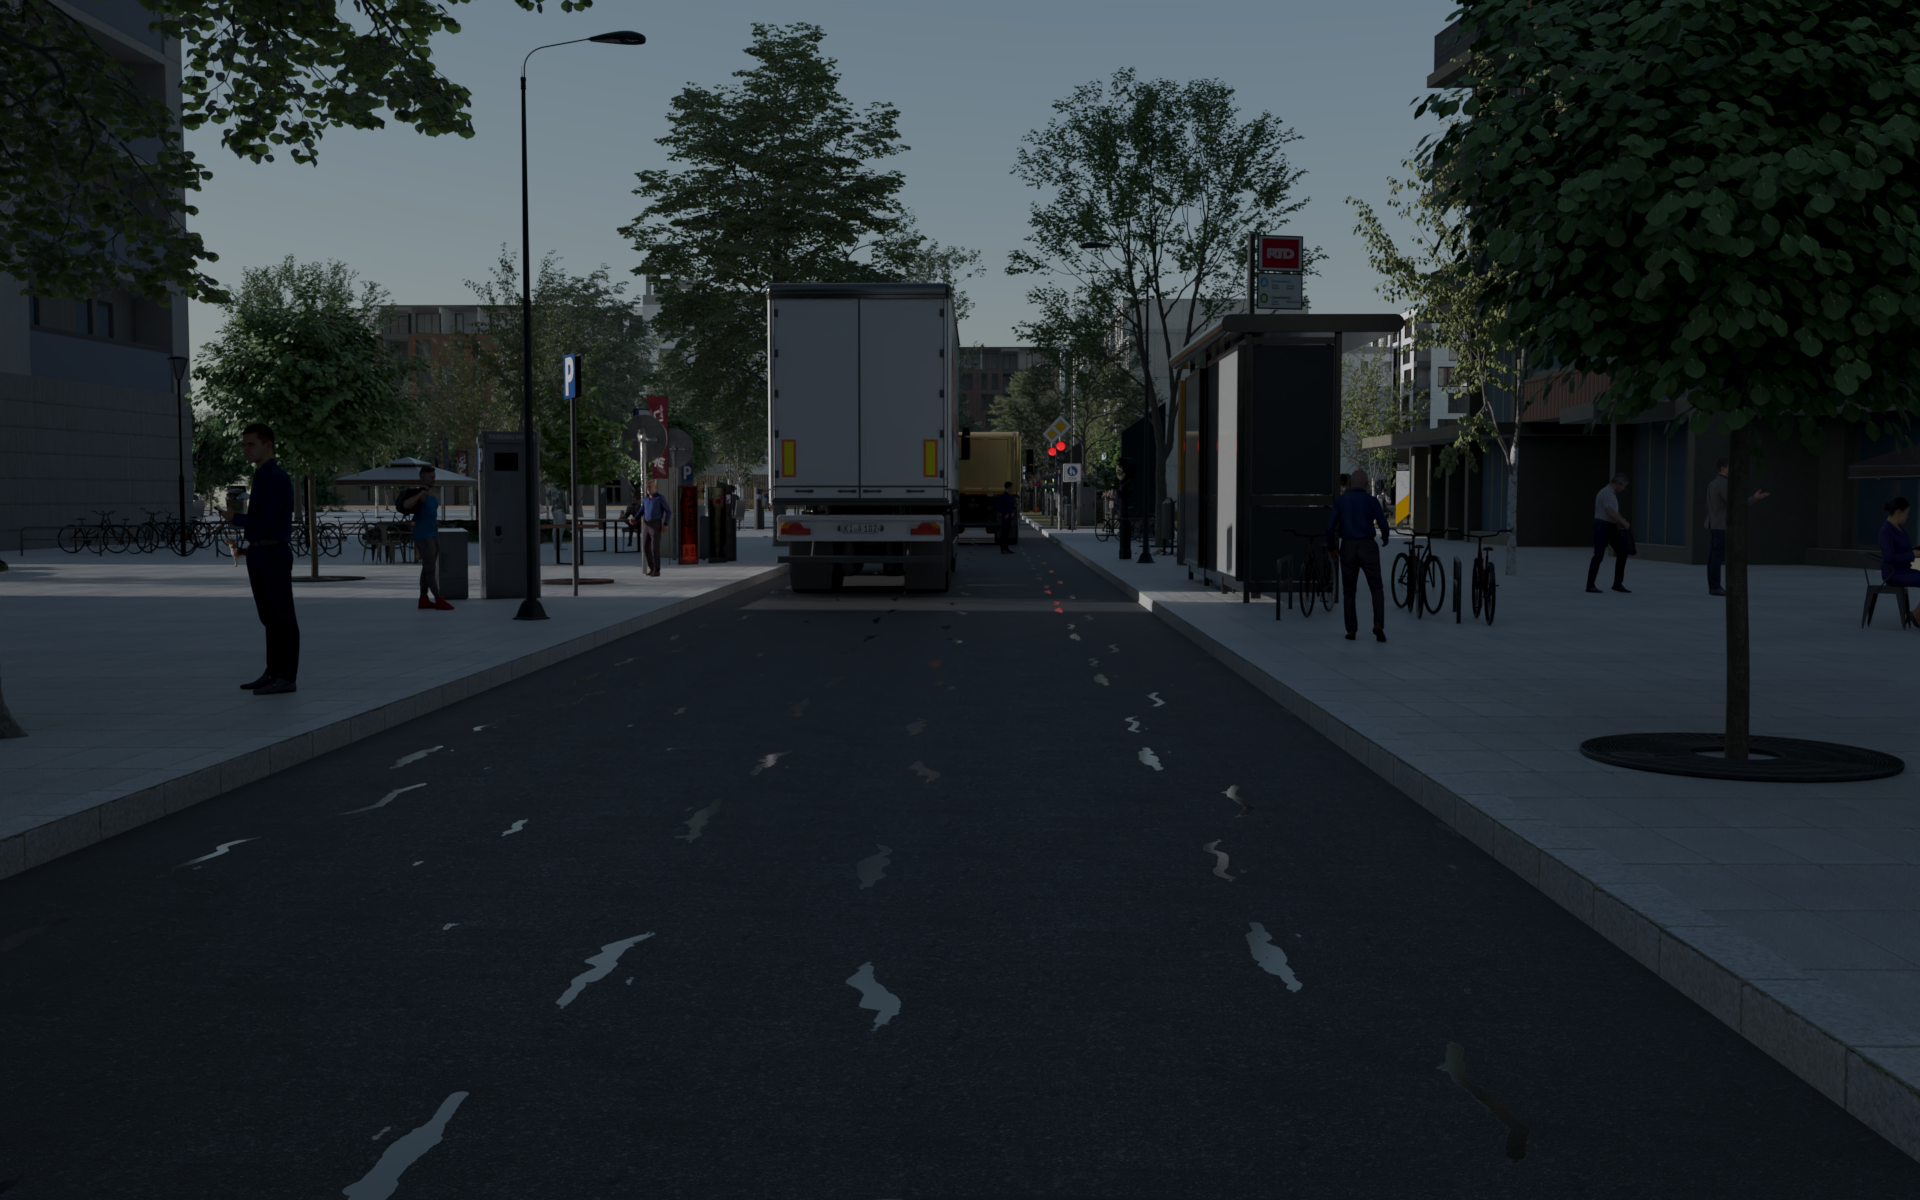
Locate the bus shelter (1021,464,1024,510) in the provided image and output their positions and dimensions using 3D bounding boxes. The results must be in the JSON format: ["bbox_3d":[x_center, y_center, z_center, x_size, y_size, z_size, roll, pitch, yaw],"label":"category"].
[{"bbox_3d":[5.388,-8.902,136.833,1.731,3.624,6.357,0,4,1],"label":"bus shelter"}]

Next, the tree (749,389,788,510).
[{"bbox_3d":[-14.120,-12.641,141.099,8.767,10.594,7.601,0,3,0],"label":"tree"}]

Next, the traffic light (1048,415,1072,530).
[{"bbox_3d":[3.563,-4.456,61.783,0.839,4.253,0.868,0,4,1],"label":"traffic light"}]

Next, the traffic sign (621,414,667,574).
[{"bbox_3d":[-5.069,-1.691,27.759,0.768,2.556,0.104,0,4,7],"label":"traffic sign"}]

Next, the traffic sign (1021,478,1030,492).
[{"bbox_3d":[4.962,-8.119,132.746,0.884,2.594,0.081,0,4,7],"label":"traffic sign"}]

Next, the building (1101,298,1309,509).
[{"bbox_3d":[23.183,-18.271,165.185,16.747,18.905,31.486,0,4,1],"label":"building"}]

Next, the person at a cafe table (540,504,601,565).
[{"bbox_3d":[-7.663,-1.390,31.239,1.622,1.524,1.698,3,5,42],"label":"person at a cafe table"}]

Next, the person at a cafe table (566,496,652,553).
[{"bbox_3d":[-7.499,-1.684,38.401,1.698,1.238,1.726,2,4,32],"label":"person at a cafe table"}]

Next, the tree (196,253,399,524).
[{"bbox_3d":[-28.154,-9.054,73.780,9.928,11.665,9.643,0,3,0],"label":"tree"}]

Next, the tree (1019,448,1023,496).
[{"bbox_3d":[6.329,-14.673,190.271,4.737,8.622,4.395,0,3,0],"label":"tree"}]

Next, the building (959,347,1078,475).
[{"bbox_3d":[11.742,-24.864,250.499,32.646,21.610,27.936,0,4,1],"label":"building"}]

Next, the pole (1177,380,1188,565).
[{"bbox_3d":[4.010,-2.282,31.159,0.158,3.312,0.155,0,3,0],"label":"pole"}]

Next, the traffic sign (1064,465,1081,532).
[{"bbox_3d":[3.813,-3.465,58.785,0.606,2.300,0.079,1,4,9],"label":"traffic sign"}]

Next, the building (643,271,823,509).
[{"bbox_3d":[-18.562,-18.027,151.166,16.016,20.091,11.380,0,4,1],"label":"building"}]

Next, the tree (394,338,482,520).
[{"bbox_3d":[-24.270,-7.942,80.218,4.360,8.622,3.978,0,3,0],"label":"tree"}]

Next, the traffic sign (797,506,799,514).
[{"bbox_3d":[-4.572,-2.990,48.893,0.884,2.594,0.081,0,4,7],"label":"traffic sign"}]

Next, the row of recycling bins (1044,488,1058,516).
[{"bbox_3d":[5.817,-5.846,102.697,1.069,1.692,3.534,-1,4,-11],"label":"row of recycling bins"}]

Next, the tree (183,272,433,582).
[{"bbox_3d":[-9.718,-2.574,25.793,4.285,4.588,4.351,0,3,0],"label":"tree"}]

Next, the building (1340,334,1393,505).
[{"bbox_3d":[43.771,-21.292,204.549,11.380,20.091,16.016,0,4,1],"label":"building"}]

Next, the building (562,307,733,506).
[{"bbox_3d":[-26.058,-21.760,199.745,32.646,21.610,27.936,0,4,1],"label":"building"}]

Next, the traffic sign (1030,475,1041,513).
[{"bbox_3d":[5.142,-7.186,117.596,0.768,2.556,0.104,0,4,3],"label":"traffic sign"}]

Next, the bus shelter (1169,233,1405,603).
[{"bbox_3d":[4.200,-2.863,24.449,2.179,5.291,8.768,0,4,1],"label":"bus shelter"}]

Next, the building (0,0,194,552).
[{"bbox_3d":[-35.335,-30.586,42.082,28.212,58.520,21.231,0,4,1],"label":"building"}]

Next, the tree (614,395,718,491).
[{"bbox_3d":[-9.649,-4.472,56.828,4.285,4.588,4.351,0,3,0],"label":"tree"}]

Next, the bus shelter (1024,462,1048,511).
[{"bbox_3d":[5.841,-8.273,126.548,1.731,3.624,6.357,0,4,1],"label":"bus shelter"}]

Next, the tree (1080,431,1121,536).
[{"bbox_3d":[4.751,-3.579,53.113,1.663,3.219,1.824,0,3,0],"label":"tree"}]

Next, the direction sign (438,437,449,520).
[{"bbox_3d":[-20.723,-4.743,69.551,0.379,3.537,0.876,1,4,9],"label":"direction sign"}]

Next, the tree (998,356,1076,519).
[{"bbox_3d":[4.326,-8.554,90.221,4.360,8.622,3.978,0,3,0],"label":"tree"}]

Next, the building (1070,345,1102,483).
[{"bbox_3d":[22.027,-20.238,197.345,16.747,18.905,31.486,0,4,1],"label":"building"}]

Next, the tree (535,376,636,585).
[{"bbox_3d":[-5.596,-1.842,24.719,1.663,3.219,1.824,0,3,0],"label":"tree"}]

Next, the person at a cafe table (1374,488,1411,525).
[{"bbox_3d":[17.772,-3.872,71.818,1.622,1.524,1.698,-3,5,-44],"label":"person at a cafe table"}]

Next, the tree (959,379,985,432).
[{"bbox_3d":[-2.252,-13.846,143.394,9.611,12.733,9.660,0,3,0],"label":"tree"}]

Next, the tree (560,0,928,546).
[{"bbox_3d":[-4.380,-7.568,41.862,7.486,12.596,7.792,0,3,0],"label":"tree"}]

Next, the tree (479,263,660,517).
[{"bbox_3d":[-21.227,-11.534,95.237,9.857,13.997,8.962,0,3,0],"label":"tree"}]

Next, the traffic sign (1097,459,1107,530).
[{"bbox_3d":[5.290,-3.823,62.613,0.768,2.556,0.104,0,4,3],"label":"traffic sign"}]

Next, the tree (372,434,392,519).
[{"bbox_3d":[-29.445,-8.418,87.997,4.737,8.622,4.395,0,3,0],"label":"tree"}]

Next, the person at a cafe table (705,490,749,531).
[{"bbox_3d":[-8.131,-3.175,60.423,1.622,1.524,1.698,3,5,43],"label":"person at a cafe table"}]

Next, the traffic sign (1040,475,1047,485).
[{"bbox_3d":[5.727,-7.055,115.455,0.768,2.556,0.104,0,4,3],"label":"traffic sign"}]

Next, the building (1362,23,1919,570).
[{"bbox_3d":[22.989,-23.456,38.125,22.147,44.769,28.867,0,4,1],"label":"building"}]

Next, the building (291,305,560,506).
[{"bbox_3d":[-59.417,-21.845,201.144,32.646,21.610,27.936,0,4,1],"label":"building"}]

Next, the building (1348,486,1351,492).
[{"bbox_3d":[45.240,-24.822,249.821,32.646,21.610,27.936,0,4,1],"label":"building"}]

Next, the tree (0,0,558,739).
[{"bbox_3d":[-5.071,-5.515,8.291,7.486,12.596,7.792,0,3,0],"label":"tree"}]

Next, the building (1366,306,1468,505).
[{"bbox_3d":[66.025,-21.680,198.446,32.646,21.610,27.936,0,4,1],"label":"building"}]

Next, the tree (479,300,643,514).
[{"bbox_3d":[-24.794,-12.168,109.313,12.009,13.543,11.850,0,3,0],"label":"tree"}]

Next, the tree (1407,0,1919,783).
[{"bbox_3d":[3.844,-1.502,8.277,4.285,4.588,4.351,0,3,0],"label":"tree"}]

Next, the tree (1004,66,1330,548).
[{"bbox_3d":[4.910,-7.078,41.484,9.928,11.665,9.643,0,3,0],"label":"tree"}]

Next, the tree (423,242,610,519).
[{"bbox_3d":[-12.762,-6.191,51.582,4.737,8.622,4.395,0,3,0],"label":"tree"}]

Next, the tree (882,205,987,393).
[{"bbox_3d":[-4.268,-15.925,116.257,12.611,20.169,13.585,0,3,0],"label":"tree"}]

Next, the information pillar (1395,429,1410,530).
[{"bbox_3d":[15.946,-4.343,62.368,0.504,3.616,0.183,2,4,32],"label":"information pillar"}]

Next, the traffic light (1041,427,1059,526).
[{"bbox_3d":[3.691,-4.945,69.767,0.839,4.253,0.868,0,4,1],"label":"traffic light"}]

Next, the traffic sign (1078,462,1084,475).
[{"bbox_3d":[4.851,-4.317,70.593,0.884,2.594,0.081,1,4,10],"label":"traffic sign"}]

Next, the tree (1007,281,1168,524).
[{"bbox_3d":[5.548,-8.602,75.050,7.601,10.594,8.767,0,4,3],"label":"tree"}]

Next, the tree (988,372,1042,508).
[{"bbox_3d":[6.206,-14.756,159.387,7.486,12.596,7.792,0,3,0],"label":"tree"}]

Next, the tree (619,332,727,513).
[{"bbox_3d":[-12.403,-7.596,74.562,4.360,8.622,3.978,0,3,0],"label":"tree"}]

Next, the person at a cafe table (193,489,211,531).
[{"bbox_3d":[-27.099,-3.189,60.653,1.622,1.524,1.698,2,4,33],"label":"person at a cafe table"}]

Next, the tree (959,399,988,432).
[{"bbox_3d":[-2.321,-16.032,172.486,12.009,13.543,11.850,0,3,0],"label":"tree"}]

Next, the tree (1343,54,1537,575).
[{"bbox_3d":[8.544,-4.708,27.335,4.737,8.622,4.395,0,3,0],"label":"tree"}]

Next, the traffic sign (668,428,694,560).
[{"bbox_3d":[-5.552,-2.049,33.607,0.768,2.556,0.104,0,4,4],"label":"traffic sign"}]
